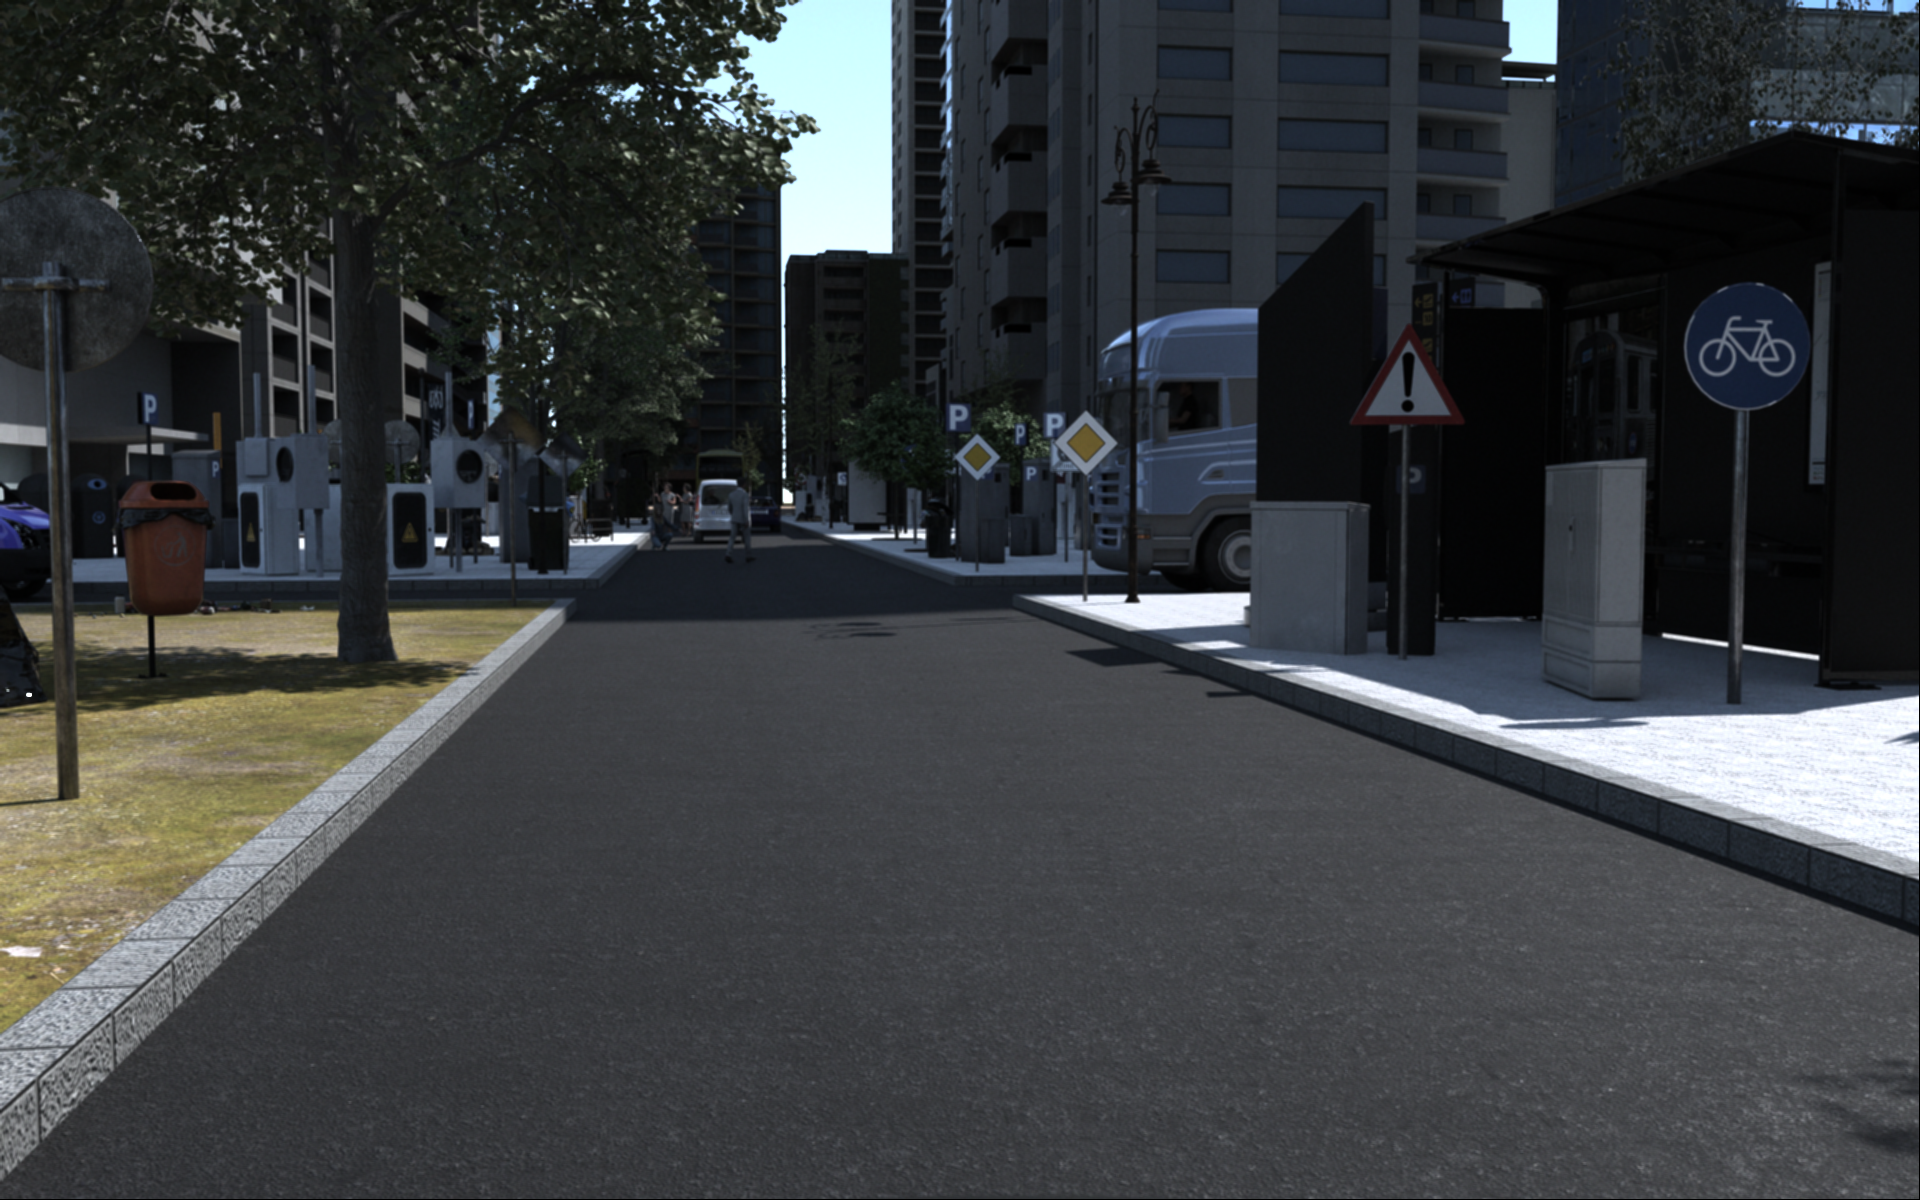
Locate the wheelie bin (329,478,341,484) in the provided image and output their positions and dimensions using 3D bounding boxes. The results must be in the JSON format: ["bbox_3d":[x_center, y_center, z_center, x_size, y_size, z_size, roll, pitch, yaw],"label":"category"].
[{"bbox_3d":[-12.463,-1.650,34.884,0.980,1.594,0.693,-3,4,-38],"label":"wheelie bin"}]

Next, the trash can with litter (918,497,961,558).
[{"bbox_3d":[-0.307,-1.443,34.983,0.624,1.170,1.055,3,4,38],"label":"trash can with litter"}]

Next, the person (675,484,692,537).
[{"bbox_3d":[-9.183,-2.970,57.418,0.532,1.782,0.716,-2,4,-34],"label":"person"}]

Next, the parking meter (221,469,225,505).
[{"bbox_3d":[-14.565,-1.716,33.774,0.255,1.863,0.399,2,4,35],"label":"parking meter"}]

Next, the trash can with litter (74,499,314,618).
[{"bbox_3d":[-8.216,-0.470,18.745,2.233,1.210,1.678,0,4,-6],"label":"trash can with litter"}]

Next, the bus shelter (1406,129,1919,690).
[{"bbox_3d":[5.748,-1.415,14.414,1.731,3.624,6.357,-1,4,-9],"label":"bus shelter"}]

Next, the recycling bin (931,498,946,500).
[{"bbox_3d":[-1.300,-5.404,100.905,0.722,1.027,0.722,2,4,33],"label":"recycling bin"}]

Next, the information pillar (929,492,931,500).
[{"bbox_3d":[-1.397,-4.314,75.030,0.304,2.012,0.304,0,4,4],"label":"information pillar"}]

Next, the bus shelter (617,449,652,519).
[{"bbox_3d":[-17.006,-6.097,90.975,1.731,3.624,6.357,-1,4,-9],"label":"bus shelter"}]

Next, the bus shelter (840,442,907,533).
[{"bbox_3d":[-2.844,-3.956,58.610,2.014,3.302,5.546,-1,4,-9],"label":"bus shelter"}]

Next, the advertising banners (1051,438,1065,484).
[{"bbox_3d":[3.297,-3.016,45.501,2.074,3.025,0.090,-1,4,-18],"label":"advertising banners"}]

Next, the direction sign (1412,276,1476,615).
[{"bbox_3d":[5.129,-1.620,18.488,0.379,3.537,0.876,-2,4,-30],"label":"direction sign"}]

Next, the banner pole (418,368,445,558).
[{"bbox_3d":[-10.552,-2.726,34.591,0.401,3.779,0.863,2,4,26],"label":"banner pole"}]

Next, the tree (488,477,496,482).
[{"bbox_3d":[-20.684,-4.859,74.042,1.663,3.219,1.824,0,3,0],"label":"tree"}]

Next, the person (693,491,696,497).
[{"bbox_3d":[-24.100,-9.104,158.019,0.621,1.740,0.551,3,5,40],"label":"person"}]

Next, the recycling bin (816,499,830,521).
[{"bbox_3d":[-6.454,-4.286,82.630,0.722,1.027,0.722,1,4,9],"label":"recycling bin"}]

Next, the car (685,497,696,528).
[{"bbox_3d":[-10.979,-3.785,74.468,1.945,1.354,3.894,-1,4,-10],"label":"car"}]

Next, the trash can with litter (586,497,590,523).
[{"bbox_3d":[-16.408,-3.931,75.662,0.624,1.170,1.055,0,4,5],"label":"trash can with litter"}]

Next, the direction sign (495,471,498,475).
[{"bbox_3d":[-19.464,-4.889,71.937,0.876,3.537,0.379,-1,4,-16],"label":"direction sign"}]

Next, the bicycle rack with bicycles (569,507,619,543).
[{"bbox_3d":[-10.670,-2.014,46.315,2.852,0.926,2.925,1,4,12],"label":"bicycle rack with bicycles"}]

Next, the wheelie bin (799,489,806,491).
[{"bbox_3d":[-8.900,-5.611,99.654,0.980,1.594,0.693,1,4,15],"label":"wheelie bin"}]

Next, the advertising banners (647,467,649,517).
[{"bbox_3d":[-17.835,-6.283,98.909,0.090,3.025,2.074,-1,4,-11],"label":"advertising banners"}]

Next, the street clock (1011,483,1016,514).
[{"bbox_3d":[3.016,-5.708,97.890,0.358,2.002,0.471,0,4,6],"label":"street clock"}]

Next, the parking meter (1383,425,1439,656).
[{"bbox_3d":[3.598,-0.497,13.844,0.399,1.863,0.255,1,4,22],"label":"parking meter"}]

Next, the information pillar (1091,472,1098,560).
[{"bbox_3d":[2.730,-1.796,33.860,0.304,2.012,0.304,1,4,11],"label":"information pillar"}]

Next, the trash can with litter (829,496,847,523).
[{"bbox_3d":[-5.385,-4.086,78.195,1.055,1.170,0.624,1,4,15],"label":"trash can with litter"}]

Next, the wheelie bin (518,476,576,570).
[{"bbox_3d":[-7.003,-1.316,29.424,0.980,1.594,0.693,0,4,-2],"label":"wheelie bin"}]

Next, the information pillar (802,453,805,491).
[{"bbox_3d":[-8.909,-6.554,98.509,0.183,3.616,0.504,-1,4,-11],"label":"information pillar"}]

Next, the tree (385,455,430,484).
[{"bbox_3d":[-16.882,-3.556,52.742,1.663,3.219,1.824,0,3,0],"label":"tree"}]

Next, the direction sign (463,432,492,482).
[{"bbox_3d":[-17.754,-4.378,63.585,0.876,3.537,0.379,-1,4,-16],"label":"direction sign"}]

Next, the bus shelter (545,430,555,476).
[{"bbox_3d":[-16.252,-4.557,65.788,1.731,3.624,6.357,-1,4,-9],"label":"bus shelter"}]

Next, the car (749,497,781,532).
[{"bbox_3d":[-7.762,-3.261,65.903,1.945,1.354,3.894,-1,4,-10],"label":"car"}]

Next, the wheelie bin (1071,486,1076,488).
[{"bbox_3d":[4.629,-3.828,70.491,0.980,1.594,0.693,2,4,25],"label":"wheelie bin"}]

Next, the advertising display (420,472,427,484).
[{"bbox_3d":[-15.617,-2.768,50.471,0.123,1.923,0.974,-1,4,-12],"label":"advertising display"}]

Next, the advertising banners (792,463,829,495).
[{"bbox_3d":[-8.483,-6.230,98.048,2.074,3.025,0.090,0,4,2],"label":"advertising banners"}]

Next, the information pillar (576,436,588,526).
[{"bbox_3d":[-15.356,-4.823,70.213,0.183,3.616,0.504,3,5,41],"label":"information pillar"}]

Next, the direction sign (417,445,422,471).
[{"bbox_3d":[-25.075,-5.411,80.461,0.379,3.537,0.876,-2,4,-30],"label":"direction sign"}]

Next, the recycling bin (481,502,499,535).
[{"bbox_3d":[-14.864,-2.576,54.676,0.722,1.027,0.722,1,4,10],"label":"recycling bin"}]

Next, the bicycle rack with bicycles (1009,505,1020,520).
[{"bbox_3d":[3.663,-4.033,79.319,2.925,0.926,2.852,0,4,0],"label":"bicycle rack with bicycles"}]

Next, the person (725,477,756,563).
[{"bbox_3d":[-4.626,-1.684,36.313,0.678,1.792,0.850,2,4,31],"label":"person"}]

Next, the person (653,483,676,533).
[{"bbox_3d":[-9.151,-2.728,53.458,0.716,1.782,0.532,1,4,13],"label":"person"}]

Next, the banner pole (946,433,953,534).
[{"bbox_3d":[-0.649,-4.034,55.980,0.863,3.779,0.401,-1,4,-10],"label":"banner pole"}]

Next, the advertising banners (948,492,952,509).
[{"bbox_3d":[0.185,-6.362,100.211,2.074,3.025,0.090,2,4,29],"label":"advertising banners"}]

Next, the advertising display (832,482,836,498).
[{"bbox_3d":[-6.664,-5.295,91.793,0.123,1.923,0.974,0,3,0],"label":"advertising display"}]

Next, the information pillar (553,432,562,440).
[{"bbox_3d":[-14.429,-4.337,62.265,0.183,3.616,0.504,2,4,28],"label":"information pillar"}]

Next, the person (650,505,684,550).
[{"bbox_3d":[-7.499,-1.833,43.973,1.012,1.151,0.738,-2,4,-33],"label":"person"}]
